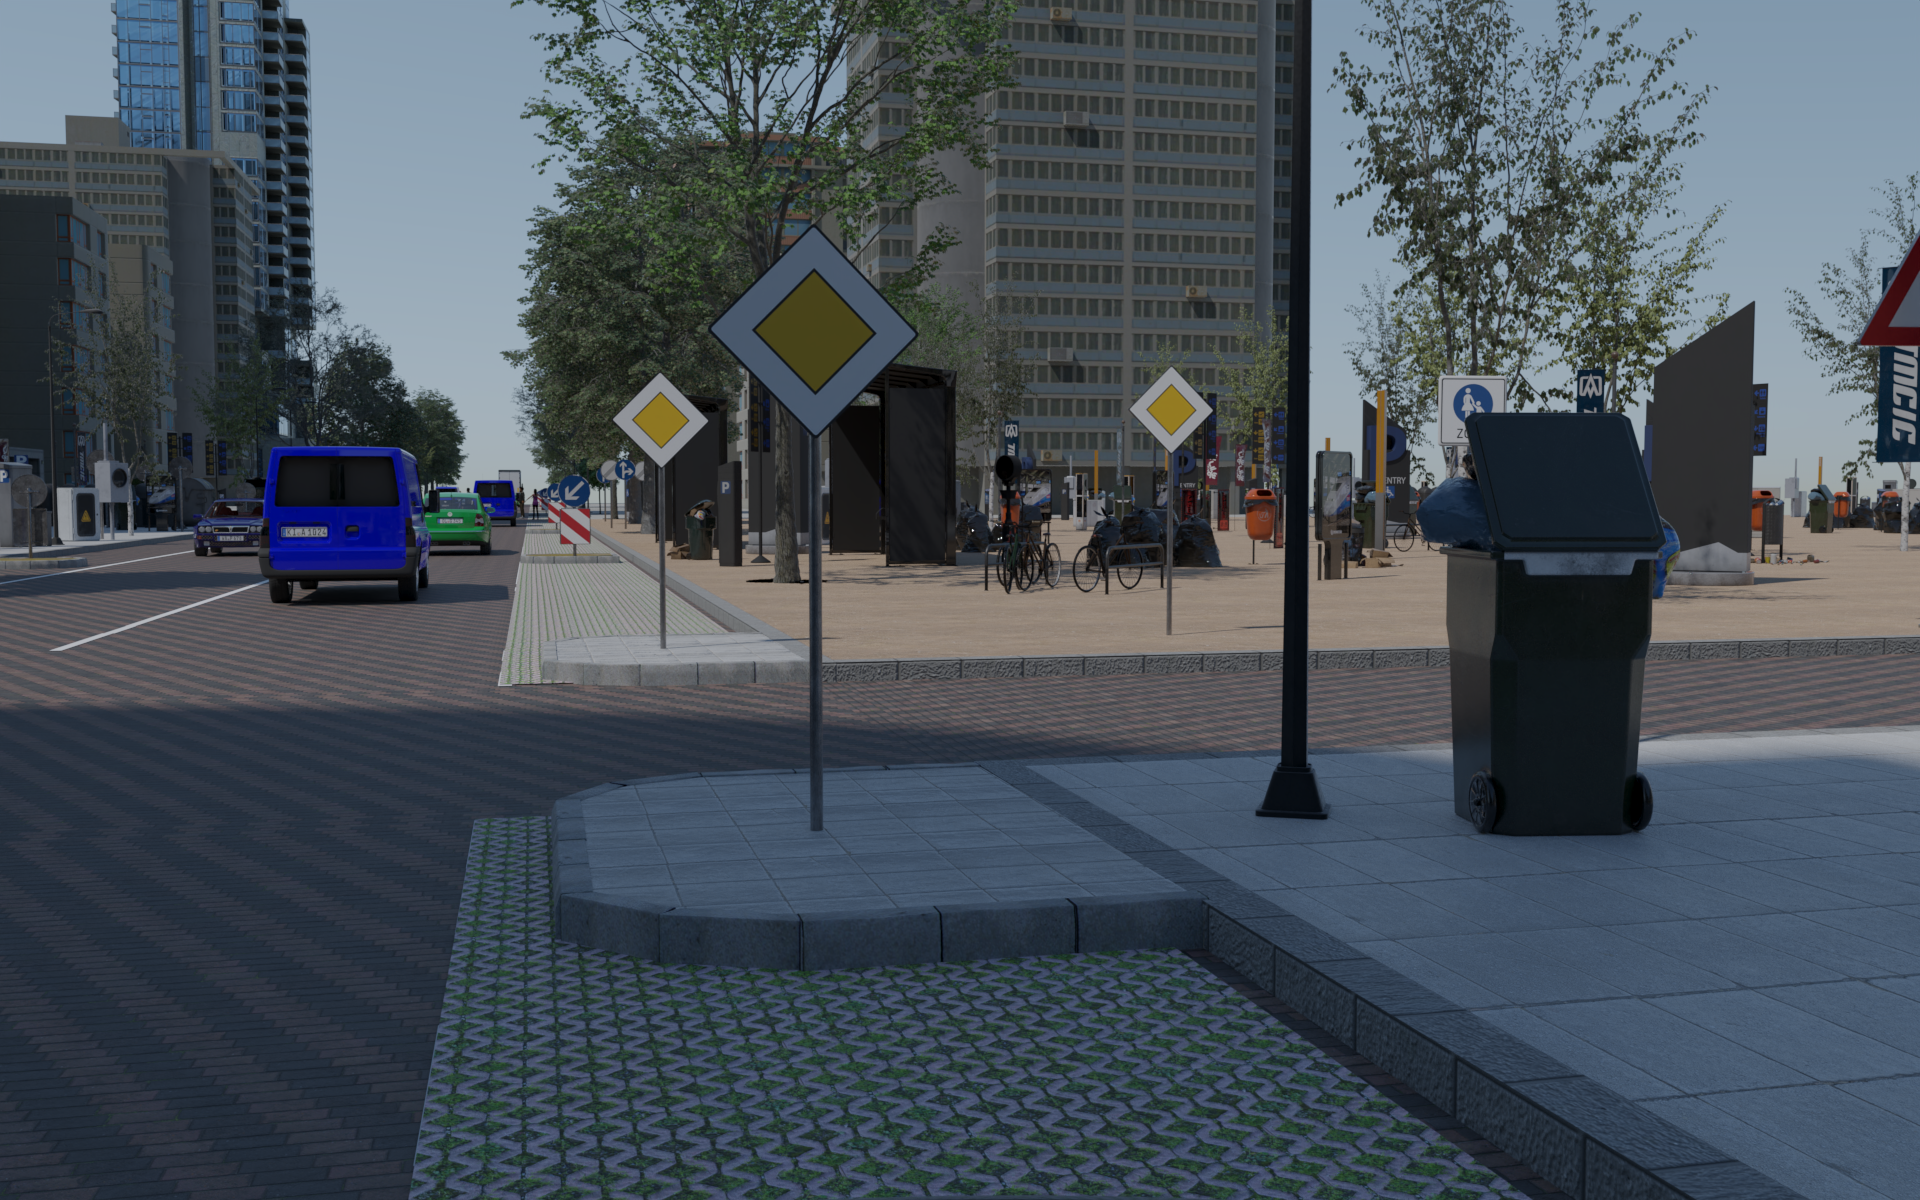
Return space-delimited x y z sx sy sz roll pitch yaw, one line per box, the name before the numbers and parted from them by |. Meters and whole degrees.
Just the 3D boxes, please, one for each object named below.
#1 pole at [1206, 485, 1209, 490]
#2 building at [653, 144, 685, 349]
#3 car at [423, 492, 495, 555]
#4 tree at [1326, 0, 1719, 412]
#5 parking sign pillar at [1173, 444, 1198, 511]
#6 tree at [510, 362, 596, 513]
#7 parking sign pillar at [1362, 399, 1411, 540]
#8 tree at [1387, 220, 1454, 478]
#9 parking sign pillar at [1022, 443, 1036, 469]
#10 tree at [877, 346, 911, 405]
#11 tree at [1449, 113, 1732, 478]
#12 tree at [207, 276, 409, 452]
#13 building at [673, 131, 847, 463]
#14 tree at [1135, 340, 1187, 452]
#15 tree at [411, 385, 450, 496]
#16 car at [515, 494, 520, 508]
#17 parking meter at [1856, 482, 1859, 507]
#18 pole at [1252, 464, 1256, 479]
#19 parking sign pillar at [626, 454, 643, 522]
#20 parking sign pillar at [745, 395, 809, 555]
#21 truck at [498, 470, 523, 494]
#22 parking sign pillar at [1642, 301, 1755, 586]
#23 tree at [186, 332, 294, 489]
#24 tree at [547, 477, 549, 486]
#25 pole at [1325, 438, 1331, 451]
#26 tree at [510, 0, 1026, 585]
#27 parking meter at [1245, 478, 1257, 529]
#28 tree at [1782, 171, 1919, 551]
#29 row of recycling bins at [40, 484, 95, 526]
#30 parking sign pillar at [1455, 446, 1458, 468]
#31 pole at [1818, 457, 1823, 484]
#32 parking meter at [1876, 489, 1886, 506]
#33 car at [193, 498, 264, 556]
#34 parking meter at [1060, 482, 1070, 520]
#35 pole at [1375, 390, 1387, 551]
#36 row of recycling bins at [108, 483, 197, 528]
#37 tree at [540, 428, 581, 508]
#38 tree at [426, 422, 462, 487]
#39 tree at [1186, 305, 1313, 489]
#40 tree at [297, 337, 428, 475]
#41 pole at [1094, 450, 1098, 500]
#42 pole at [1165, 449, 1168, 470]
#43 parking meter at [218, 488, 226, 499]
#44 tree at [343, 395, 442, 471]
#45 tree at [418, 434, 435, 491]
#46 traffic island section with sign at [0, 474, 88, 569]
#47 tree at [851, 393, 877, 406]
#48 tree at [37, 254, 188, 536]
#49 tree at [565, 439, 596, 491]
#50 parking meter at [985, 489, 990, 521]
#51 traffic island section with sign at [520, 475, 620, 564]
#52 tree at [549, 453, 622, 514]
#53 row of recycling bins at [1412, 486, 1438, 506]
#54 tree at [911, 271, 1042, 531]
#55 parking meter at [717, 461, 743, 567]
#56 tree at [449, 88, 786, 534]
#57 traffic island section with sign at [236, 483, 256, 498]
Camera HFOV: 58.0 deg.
pole | 10.814 -5.015 75.836 0.158 3.312 0.155 0 3 0
building | -30.784 -37.536 237.414 21.300 48.544 21.600 -1 4 -14
car | -12.285 -2.030 41.992 1.959 1.807 4.718 -1 4 -14
tree | 5.930 -4.241 19.704 4.360 8.622 3.978 0 3 0
parking sign pillar | 9.885 -5.404 76.831 1.447 3.967 1.447 -1 4 -9
tree | -26.120 -12.768 119.122 12.009 13.543 11.850 0 3 0
parking sign pillar | 12.144 -3.725 49.371 1.447 3.967 1.447 -1 4 -10
tree | 12.522 -5.710 43.714 4.737 8.622 4.395 0 3 0
parking sign pillar | 3.614 -6.244 90.565 1.447 3.967 1.447 -1 4 -13
tree | -0.830 -7.301 69.741 4.360 8.622 3.978 0 3 0
tree | 13.027 -5.153 34.620 4.737 8.622 4.395 0 3 0
tree | -36.376 -11.432 97.281 12.009 13.543 11.850 0 3 0
building | -23.545 -34.169 213.293 22.147 44.769 28.867 -1 4 -14
tree | 10.206 -8.082 82.499 4.737 8.622 4.395 0 3 0
tree | -63.153 -18.233 204.770 9.857 13.997 8.962 0 3 0
car | -47.966 -10.803 185.426 1.959 1.807 4.718 -1 4 -13
parking meter | 43.521 -4.809 84.344 0.399 1.863 0.255 -2 4 -35
pole | 13.683 -5.309 80.638 0.158 3.312 0.155 0 3 0
parking sign pillar | -14.844 -5.630 80.530 1.447 3.967 1.447 -2 4 -28
parking sign pillar | -3.900 -2.983 37.241 1.447 3.967 1.447 2 4 25
truck | -53.197 -13.212 204.925 2.839 4.237 11.283 -1 4 -14
parking sign pillar | 10.589 -2.215 24.695 1.447 3.967 1.447 2 4 31
tree | -32.308 -7.813 78.112 4.737 8.622 4.395 0 3 0
tree | -45.671 -13.136 198.484 4.285 4.588 4.351 0 3 0
pole | 13.268 -4.203 62.563 0.158 3.312 0.155 0 3 0
tree | -2.652 -6.055 24.752 9.928 11.665 9.643 0 3 0
parking meter | 10.600 -3.508 63.072 0.399 1.863 0.255 -1 4 -21
tree | 21.083 -5.411 38.838 4.360 8.622 3.978 0 3 0
row of recycling bins | -35.745 -3.778 68.885 3.534 1.692 1.069 0 4 7
parking sign pillar | 21.678 -5.222 73.844 1.447 3.967 1.447 -1 4 -9
pole | 46.823 -6.144 94.304 0.158 3.312 0.155 0 3 0
parking meter | 42.634 -4.389 80.171 0.372 1.533 0.369 0 3 0
car | -17.126 -1.754 41.253 1.945 1.354 3.894 -1 4 -16
parking meter | 5.141 -4.835 84.765 0.399 1.863 0.255 2 4 31
pole | 8.298 -2.465 34.138 0.158 3.312 0.155 0 3 0
row of recycling bins | -31.163 -3.680 67.284 3.534 1.692 1.069 -2 4 -25
tree | -31.458 -12.838 144.318 7.601 10.594 8.767 1 4 11
tree | -72.596 -19.614 238.817 7.486 12.596 7.792 0 3 0
tree | 11.721 -7.109 66.589 4.737 8.622 4.395 0 3 0
tree | -43.188 -12.727 125.100 9.611 12.733 9.660 0 3 0
pole | 6.374 -5.330 80.985 0.158 3.312 0.155 0 3 0
pole | 8.208 -4.562 68.437 0.158 3.312 0.155 0 3 0
parking meter | -31.633 -4.026 74.229 0.372 1.533 0.369 0 3 0
tree | -51.529 -13.664 157.814 7.601 10.594 8.767 1 4 13
tree | -54.966 -13.637 173.329 4.737 8.622 4.395 0 3 0
traffic island section with sign | -18.281 -1.544 33.865 1.989 1.847 2.006 -1 4 -14
tree | -4.341 -7.712 76.445 4.360 8.622 3.978 0 3 0
tree | -25.524 -6.265 52.795 4.360 8.622 3.978 0 3 0
tree | -33.307 -12.391 152.954 4.360 8.622 3.978 0 3 0
parking meter | 1.356 -4.498 81.946 0.372 1.533 0.369 0 3 0
traffic island section with sign | -8.195 -1.690 36.266 1.989 1.847 2.006 -1 4 -14
tree | -22.871 -7.739 110.250 4.285 4.588 4.351 0 3 0
row of recycling bins | 24.513 -5.241 92.796 3.534 1.692 1.069 -1 4 -20
tree | 0.954 -6.556 57.556 4.360 8.622 3.978 0 3 0
parking meter | -4.071 -1.525 30.638 0.399 1.863 0.255 2 4 33
tree | -10.018 -9.087 55.234 9.857 13.997 8.962 0 3 0
traffic island section with sign | -24.753 -3.144 60.035 1.989 1.847 2.006 -1 4 -14
